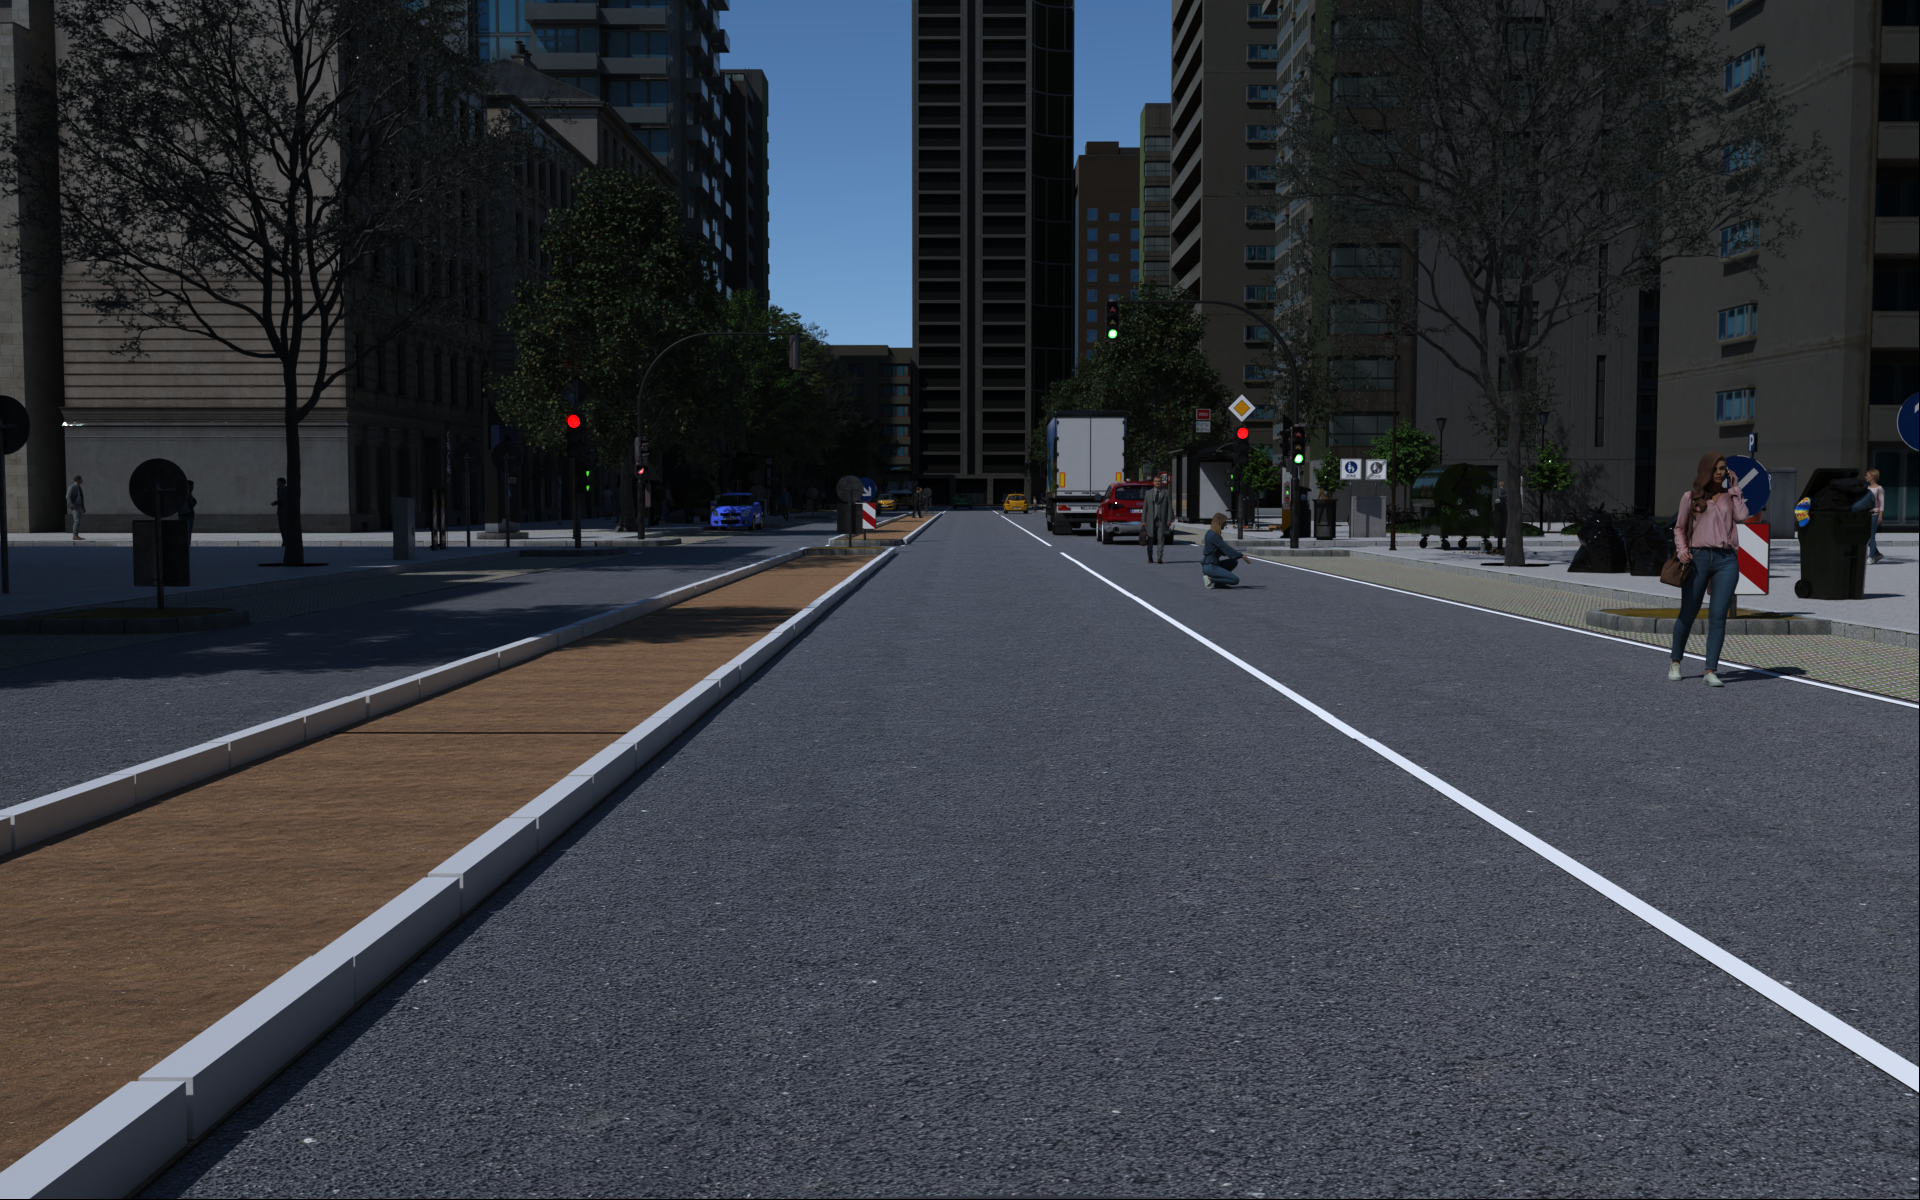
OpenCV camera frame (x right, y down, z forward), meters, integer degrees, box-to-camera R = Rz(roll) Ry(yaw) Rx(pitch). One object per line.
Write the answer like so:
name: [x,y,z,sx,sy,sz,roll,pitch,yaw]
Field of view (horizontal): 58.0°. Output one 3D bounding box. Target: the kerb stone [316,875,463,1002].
kerb stone: [-1.746,1.039,5.334,0.120,0.150,1.000,0,4,0]

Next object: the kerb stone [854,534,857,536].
kerb stone: [-3.649,-2.190,58.127,0.120,0.150,1.000,0,4,0]

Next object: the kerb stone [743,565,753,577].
kerb stone: [-3.757,-0.475,29.979,0.120,0.150,1.000,0,4,0]

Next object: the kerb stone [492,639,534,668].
kerb stone: [-3.800,0.465,14.593,0.120,0.150,1.000,0,4,0]

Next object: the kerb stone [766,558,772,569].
kerb stone: [-3.743,-0.664,33.045,0.120,0.150,1.000,0,4,0]

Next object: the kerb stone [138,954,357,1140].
kerb stone: [-1.745,1.094,4.312,0.120,0.150,1.000,0,4,0]

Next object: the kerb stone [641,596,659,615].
kerb stone: [-3.784,0.090,20.745,0.120,0.150,1.000,0,4,0]

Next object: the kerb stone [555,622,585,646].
kerb stone: [-3.800,0.348,16.640,0.120,0.150,1.000,0,4,0]

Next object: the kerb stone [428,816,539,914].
kerb stone: [-1.739,0.969,6.360,0.120,0.150,1.000,0,4,0]

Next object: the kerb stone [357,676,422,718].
kerb stone: [-3.815,0.653,11.520,0.120,0.150,1.000,0,4,0]

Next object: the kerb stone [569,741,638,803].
kerb stone: [-1.732,0.843,8.411,0.120,0.150,1.000,0,4,0]

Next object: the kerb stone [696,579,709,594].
kerb stone: [-3.775,-0.163,24.858,0.120,0.150,1.000,0,4,0]

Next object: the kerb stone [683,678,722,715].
kerb stone: [-1.727,0.661,11.479,0.120,0.150,1.000,0,4,0]

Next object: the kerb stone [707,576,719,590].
kerb stone: [-3.772,-0.221,25.885,0.120,0.150,1.000,0,4,0]

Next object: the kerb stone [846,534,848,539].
kerb stone: [-3.670,-1.947,54.035,0.120,0.150,1.000,0,4,0]

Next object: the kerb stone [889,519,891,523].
kerb stone: [-3.566,-3.767,83.790,0.120,0.150,1.000,0,4,0]

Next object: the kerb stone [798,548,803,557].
kerb stone: [-3.724,-1.034,39.198,0.120,0.150,1.000,0,4,0]

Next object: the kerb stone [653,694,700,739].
kerb stone: [-1.724,0.719,10.456,0.120,0.150,1.000,0,4,0]

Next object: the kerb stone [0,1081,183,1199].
kerb stone: [-1.753,1.156,3.288,0.120,0.150,1.000,0,4,0]

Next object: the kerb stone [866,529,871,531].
kerb stone: [-3.616,-2.762,67.363,0.120,0.150,1.000,0,4,0]

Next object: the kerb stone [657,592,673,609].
kerb stone: [-3.784,0.032,21.771,0.120,0.150,1.000,0,4,0]

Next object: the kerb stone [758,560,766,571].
kerb stone: [-3.748,-0.599,32.022,0.120,0.150,1.000,0,4,0]

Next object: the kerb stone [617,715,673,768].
kerb stone: [-1.726,0.781,9.433,0.120,0.150,1.000,0,4,0]

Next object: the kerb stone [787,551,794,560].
kerb stone: [-3.723,-0.905,37.145,0.120,0.150,1.000,0,4,0]

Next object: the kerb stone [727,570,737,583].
kerb stone: [-3.760,-0.345,27.929,0.120,0.150,1.000,0,4,0]

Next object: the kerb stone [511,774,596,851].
kerb stone: [-1.734,0.908,7.390,0.120,0.150,1.000,0,4,0]

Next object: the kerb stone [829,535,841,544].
kerb stone: [-3.674,-1.753,50.958,0.120,0.150,1.000,0,4,0]

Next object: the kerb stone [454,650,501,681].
kerb stone: [-3.812,0.528,13.566,0.120,0.150,1.000,0,4,0]

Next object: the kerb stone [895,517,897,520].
kerb stone: [-3.543,-4.206,90.958,0.120,0.150,1.000,0,4,0]

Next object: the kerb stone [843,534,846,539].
kerb stone: [-3.674,-1.883,53.011,0.120,0.150,1.000,0,4,0]

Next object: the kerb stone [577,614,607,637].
kerb stone: [-3.794,0.278,17.669,0.120,0.150,1.000,0,4,0]

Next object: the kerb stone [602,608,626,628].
kerb stone: [-3.791,0.217,18.691,0.120,0.150,1.000,0,4,0]

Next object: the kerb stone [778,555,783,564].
kerb stone: [-3.742,-0.785,35.098,0.120,0.150,1.000,0,4,0]

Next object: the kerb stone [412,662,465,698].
kerb stone: [-3.811,0.590,12.544,0.120,0.150,1.000,0,4,0]

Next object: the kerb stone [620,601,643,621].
kerb stone: [-3.789,0.151,19.723,0.120,0.150,1.000,0,4,0]

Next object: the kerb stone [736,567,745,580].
kerb stone: [-3.760,-0.413,28.951,0.120,0.150,1.000,0,4,0]

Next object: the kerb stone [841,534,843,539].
kerb stone: [-3.679,-1.822,51.980,0.120,0.150,1.000,0,4,0]

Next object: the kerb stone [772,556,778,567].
kerb stone: [-3.742,-0.726,34.067,0.120,0.150,1.000,0,4,0]

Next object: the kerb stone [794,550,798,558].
kerb stone: [-3.726,-0.977,38.175,0.120,0.150,1.000,0,4,0]

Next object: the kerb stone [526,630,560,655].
kerb stone: [-3.809,0.408,15.618,0.120,0.150,1.000,0,4,0]

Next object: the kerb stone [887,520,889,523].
kerb stone: [-3.568,-3.641,81.723,0.120,0.150,1.000,0,4,0]

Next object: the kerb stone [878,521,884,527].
kerb stone: [-3.583,-3.390,77.620,0.120,0.150,1.000,0,4,0]

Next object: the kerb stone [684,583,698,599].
kerb stone: [-3.782,-0.097,23.830,0.120,0.150,1.000,0,4,0]

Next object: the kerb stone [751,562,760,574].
kerb stone: [-3.749,-0.535,31.001,0.120,0.150,1.000,0,4,0]

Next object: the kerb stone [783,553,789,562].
kerb stone: [-3.739,-0.852,36.120,0.120,0.150,1.000,0,4,0]

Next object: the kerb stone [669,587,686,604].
kerb stone: [-3.782,-0.035,22.808,0.120,0.150,1.000,0,4,0]

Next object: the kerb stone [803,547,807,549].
kerb stone: [-3.714,-1.092,40.220,0.120,0.150,1.000,0,4,0]

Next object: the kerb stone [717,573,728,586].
kerb stone: [-3.766,-0.287,26.907,0.120,0.150,1.000,0,4,0]
